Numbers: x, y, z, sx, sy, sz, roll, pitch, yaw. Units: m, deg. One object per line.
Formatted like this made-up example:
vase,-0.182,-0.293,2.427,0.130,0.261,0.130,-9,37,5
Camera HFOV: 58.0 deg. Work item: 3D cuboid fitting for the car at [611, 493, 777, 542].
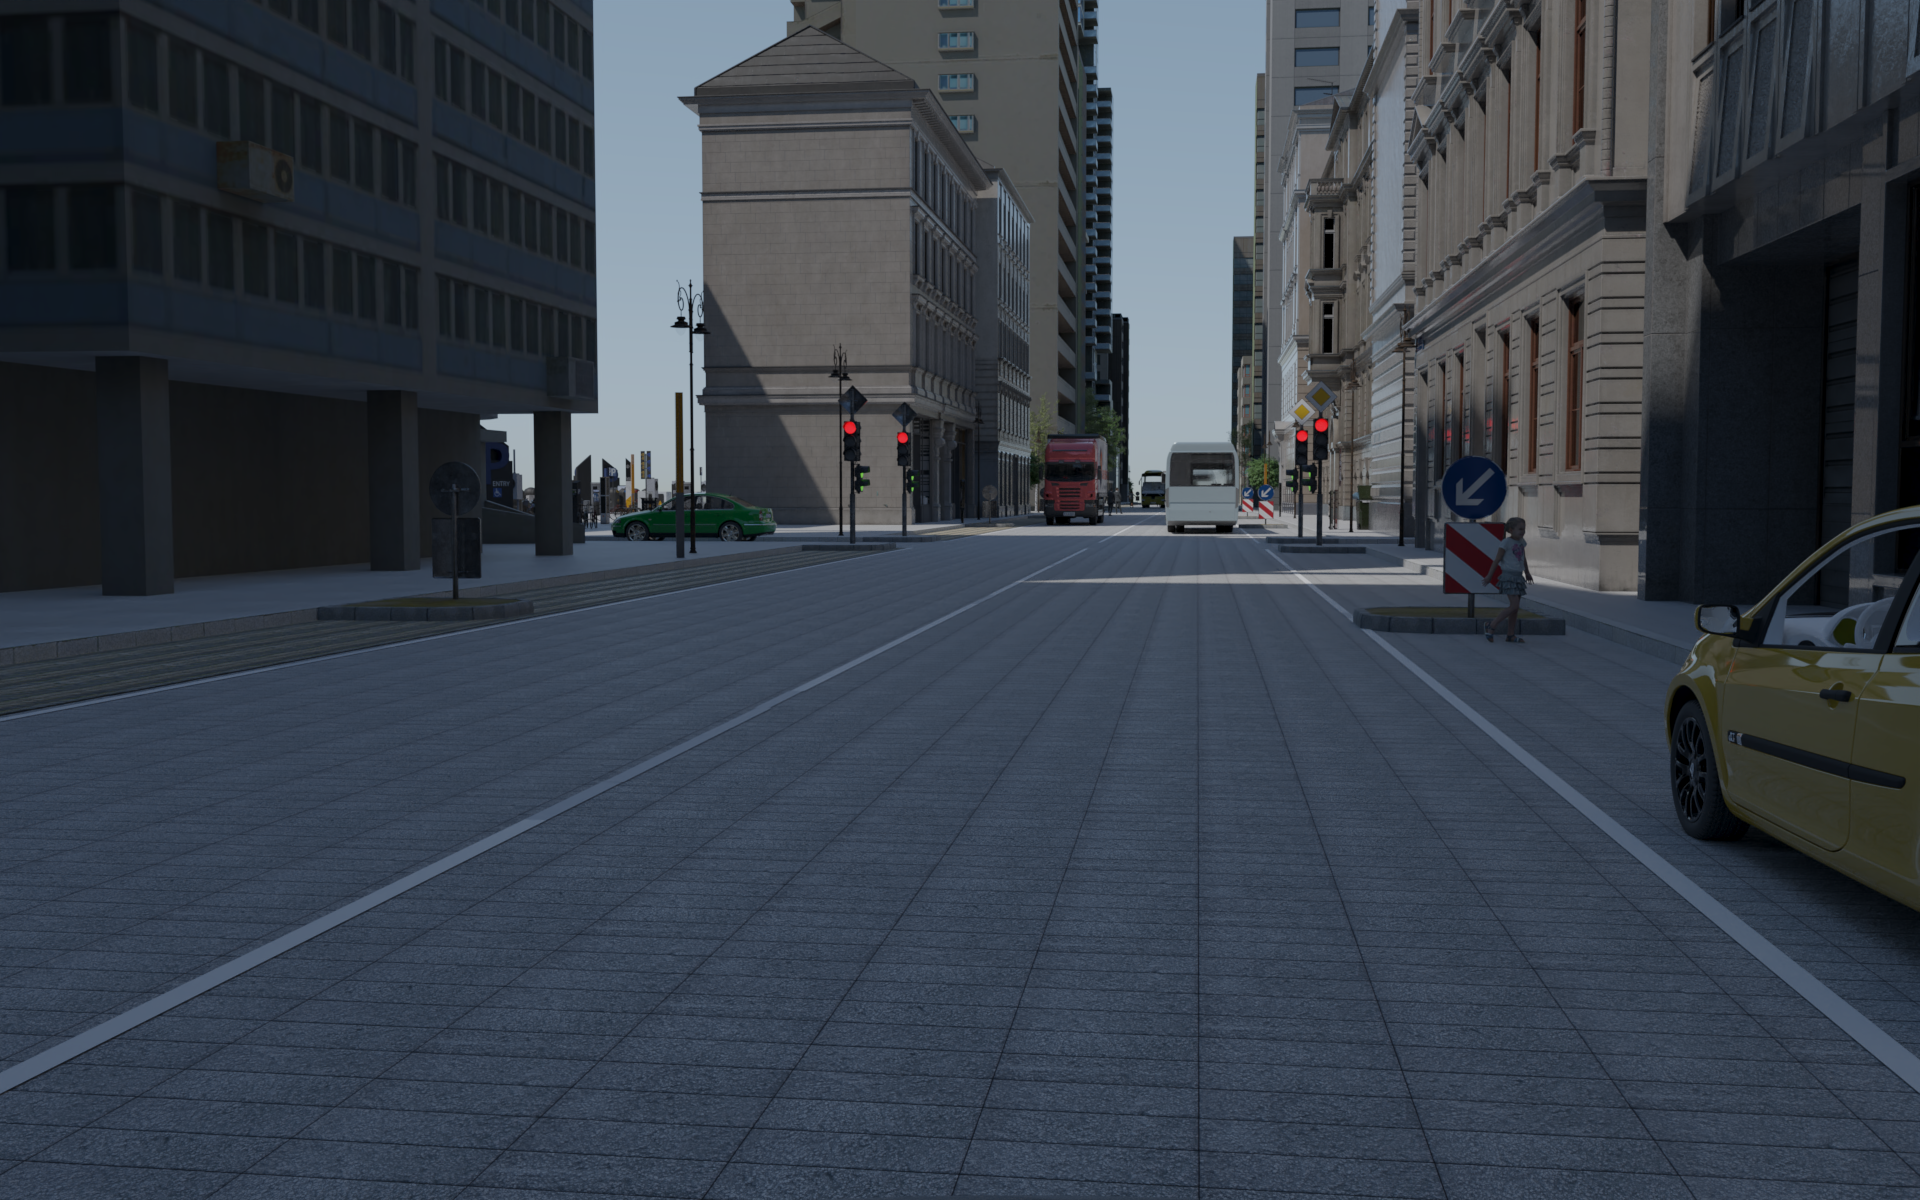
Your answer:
car,-7.647,-2.495,49.592,4.718,1.807,1.959,1,4,8

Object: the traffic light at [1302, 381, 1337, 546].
traffic light,8.945,-3.314,43.106,0.839,4.253,0.868,0,4,8

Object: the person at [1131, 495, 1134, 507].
person,19.963,-11.649,199.749,0.721,1.735,1.217,0,4,-4

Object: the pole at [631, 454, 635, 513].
pole,-16.737,-5.796,88.600,0.158,3.312,0.155,0,3,0

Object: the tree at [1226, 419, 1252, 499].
tree,34.550,-16.808,209.226,7.601,10.594,8.767,1,4,8

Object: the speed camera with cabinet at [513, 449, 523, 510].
speed camera with cabinet,-20.404,-5.029,76.564,2.038,3.252,0.660,1,4,13

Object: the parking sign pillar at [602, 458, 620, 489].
parking sign pillar,-26.355,-8.706,130.820,1.447,3.967,1.447,-3,5,-43

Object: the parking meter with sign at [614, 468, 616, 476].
parking meter with sign,-23.883,-7.339,116.247,1.738,3.016,0.543,2,4,33

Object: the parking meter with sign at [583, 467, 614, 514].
parking meter with sign,-23.652,-7.130,112.835,1.738,3.016,0.543,0,4,2

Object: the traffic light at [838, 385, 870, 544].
traffic light,-2.759,-3.411,44.690,0.839,4.253,0.868,0,4,8

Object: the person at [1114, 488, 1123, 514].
person,11.392,-7.154,124.837,0.648,1.900,0.474,2,4,27

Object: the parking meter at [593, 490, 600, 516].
parking meter,-21.474,-5.742,102.286,0.372,1.533,0.369,0,3,0

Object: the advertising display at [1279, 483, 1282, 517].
advertising display,18.002,-5.634,97.333,0.123,1.923,0.974,1,4,12

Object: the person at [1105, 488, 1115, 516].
person,9.800,-6.394,112.817,0.659,1.850,0.755,1,4,12

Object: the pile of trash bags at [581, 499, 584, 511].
pile of trash bags,-22.057,-5.339,97.047,1.912,1.369,3.447,-1,4,-17

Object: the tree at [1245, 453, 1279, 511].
tree,23.887,-9.269,135.262,4.285,4.588,4.351,0,3,0

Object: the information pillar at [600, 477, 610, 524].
information pillar,-15.210,-4.261,74.163,0.304,2.012,0.304,1,4,17

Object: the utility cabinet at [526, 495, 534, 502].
utility cabinet,-22.540,-4.941,91.949,0.306,1.237,1.020,3,4,37

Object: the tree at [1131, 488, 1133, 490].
tree,27.876,-17.839,286.272,1.663,3.219,1.824,0,3,0

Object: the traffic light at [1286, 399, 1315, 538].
traffic light,10.031,-3.798,51.017,0.839,4.253,0.868,0,4,8

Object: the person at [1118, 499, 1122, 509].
person,15.466,-9.566,168.169,0.557,1.426,1.065,3,4,36

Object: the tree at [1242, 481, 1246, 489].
tree,35.844,-13.475,214.909,1.663,3.219,1.824,0,3,0

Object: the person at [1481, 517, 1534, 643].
person,5.331,-0.199,16.772,0.505,1.210,0.382,-3,4,-38

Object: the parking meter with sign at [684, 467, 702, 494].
parking meter with sign,-17.444,-7.029,111.191,1.738,3.016,0.543,0,4,1

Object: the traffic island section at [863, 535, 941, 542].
traffic island section,-1.711,-1.863,52.741,2.009,0.180,2.903,0,4,8

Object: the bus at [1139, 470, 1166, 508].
bus,20.158,-11.496,179.503,2.896,3.916,12.252,0,4,8

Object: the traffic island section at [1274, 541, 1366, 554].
traffic island section,8.983,-1.280,43.214,2.009,0.180,2.903,0,4,8

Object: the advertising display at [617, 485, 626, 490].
advertising display,-24.465,-7.393,126.085,0.974,1.923,0.123,0,4,5

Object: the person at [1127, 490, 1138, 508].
person,17.939,-10.529,180.654,1.348,1.824,0.705,2,4,34

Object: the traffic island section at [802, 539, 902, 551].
traffic island section,-2.797,-1.379,44.830,2.009,0.180,2.903,0,4,8

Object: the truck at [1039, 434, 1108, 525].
truck,5.589,-5.765,83.177,2.839,4.237,11.283,0,4,7

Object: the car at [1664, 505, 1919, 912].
car,3.745,0.261,5.949,2.015,1.641,3.980,0,4,6

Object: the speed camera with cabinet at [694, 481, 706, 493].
speed camera with cabinet,-17.861,-7.637,119.207,2.038,3.252,0.660,3,5,43

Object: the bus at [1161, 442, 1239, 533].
bus,9.332,-4.454,67.680,2.948,3.499,13.247,0,4,7

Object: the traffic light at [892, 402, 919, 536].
traffic light,-1.673,-3.895,52.601,0.839,4.253,0.868,0,4,8

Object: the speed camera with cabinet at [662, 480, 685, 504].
speed camera with cabinet,-19.054,-7.295,113.611,2.038,3.252,0.660,2,4,25

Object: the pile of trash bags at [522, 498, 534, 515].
pile of trash bags,-21.933,-4.722,86.955,1.912,1.369,3.447,1,4,18

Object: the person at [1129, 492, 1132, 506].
person,20.659,-12.182,208.397,0.721,1.735,1.217,-2,4,-26

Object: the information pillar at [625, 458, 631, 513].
information pillar,-21.337,-7.363,111.747,0.504,3.616,0.183,0,4,1

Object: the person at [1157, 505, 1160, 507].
person,22.618,-11.495,197.153,1.217,1.736,0.721,0,4,-8

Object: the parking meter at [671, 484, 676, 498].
parking meter,-16.250,-5.696,98.840,0.399,1.863,0.255,0,4,-3

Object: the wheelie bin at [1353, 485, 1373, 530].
wheelie bin,14.481,-3.303,61.908,0.980,1.594,0.693,0,4,-1

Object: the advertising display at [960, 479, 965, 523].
advertising display,0.101,-4.366,76.597,0.123,1.923,0.974,0,4,-5

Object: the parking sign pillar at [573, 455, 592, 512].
parking sign pillar,-25.740,-7.927,118.081,1.447,3.967,1.447,2,4,35

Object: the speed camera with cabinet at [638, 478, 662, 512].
speed camera with cabinet,-17.301,-6.226,96.131,0.660,3.252,2.038,0,4,7

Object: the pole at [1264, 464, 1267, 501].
pole,20.553,-7.506,116.563,0.158,3.312,0.155,0,3,0

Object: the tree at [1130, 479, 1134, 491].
tree,26.745,-18.275,282.505,4.285,4.588,4.351,0,3,0

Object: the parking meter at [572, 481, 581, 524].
parking meter,-16.554,-4.223,74.752,0.255,1.863,0.399,1,4,19

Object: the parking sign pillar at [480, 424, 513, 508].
parking sign pillar,-17.429,-4.672,64.853,1.447,3.967,1.447,-3,5,-42

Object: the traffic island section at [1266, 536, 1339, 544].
traffic island section,10.069,-1.764,51.125,2.009,0.180,2.903,0,4,8

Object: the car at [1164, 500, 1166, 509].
car,14.739,-6.408,116.770,2.014,1.417,4.499,0,4,7

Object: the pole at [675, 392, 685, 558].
pole,-5.630,-2.503,34.771,0.158,3.312,0.155,0,3,0
